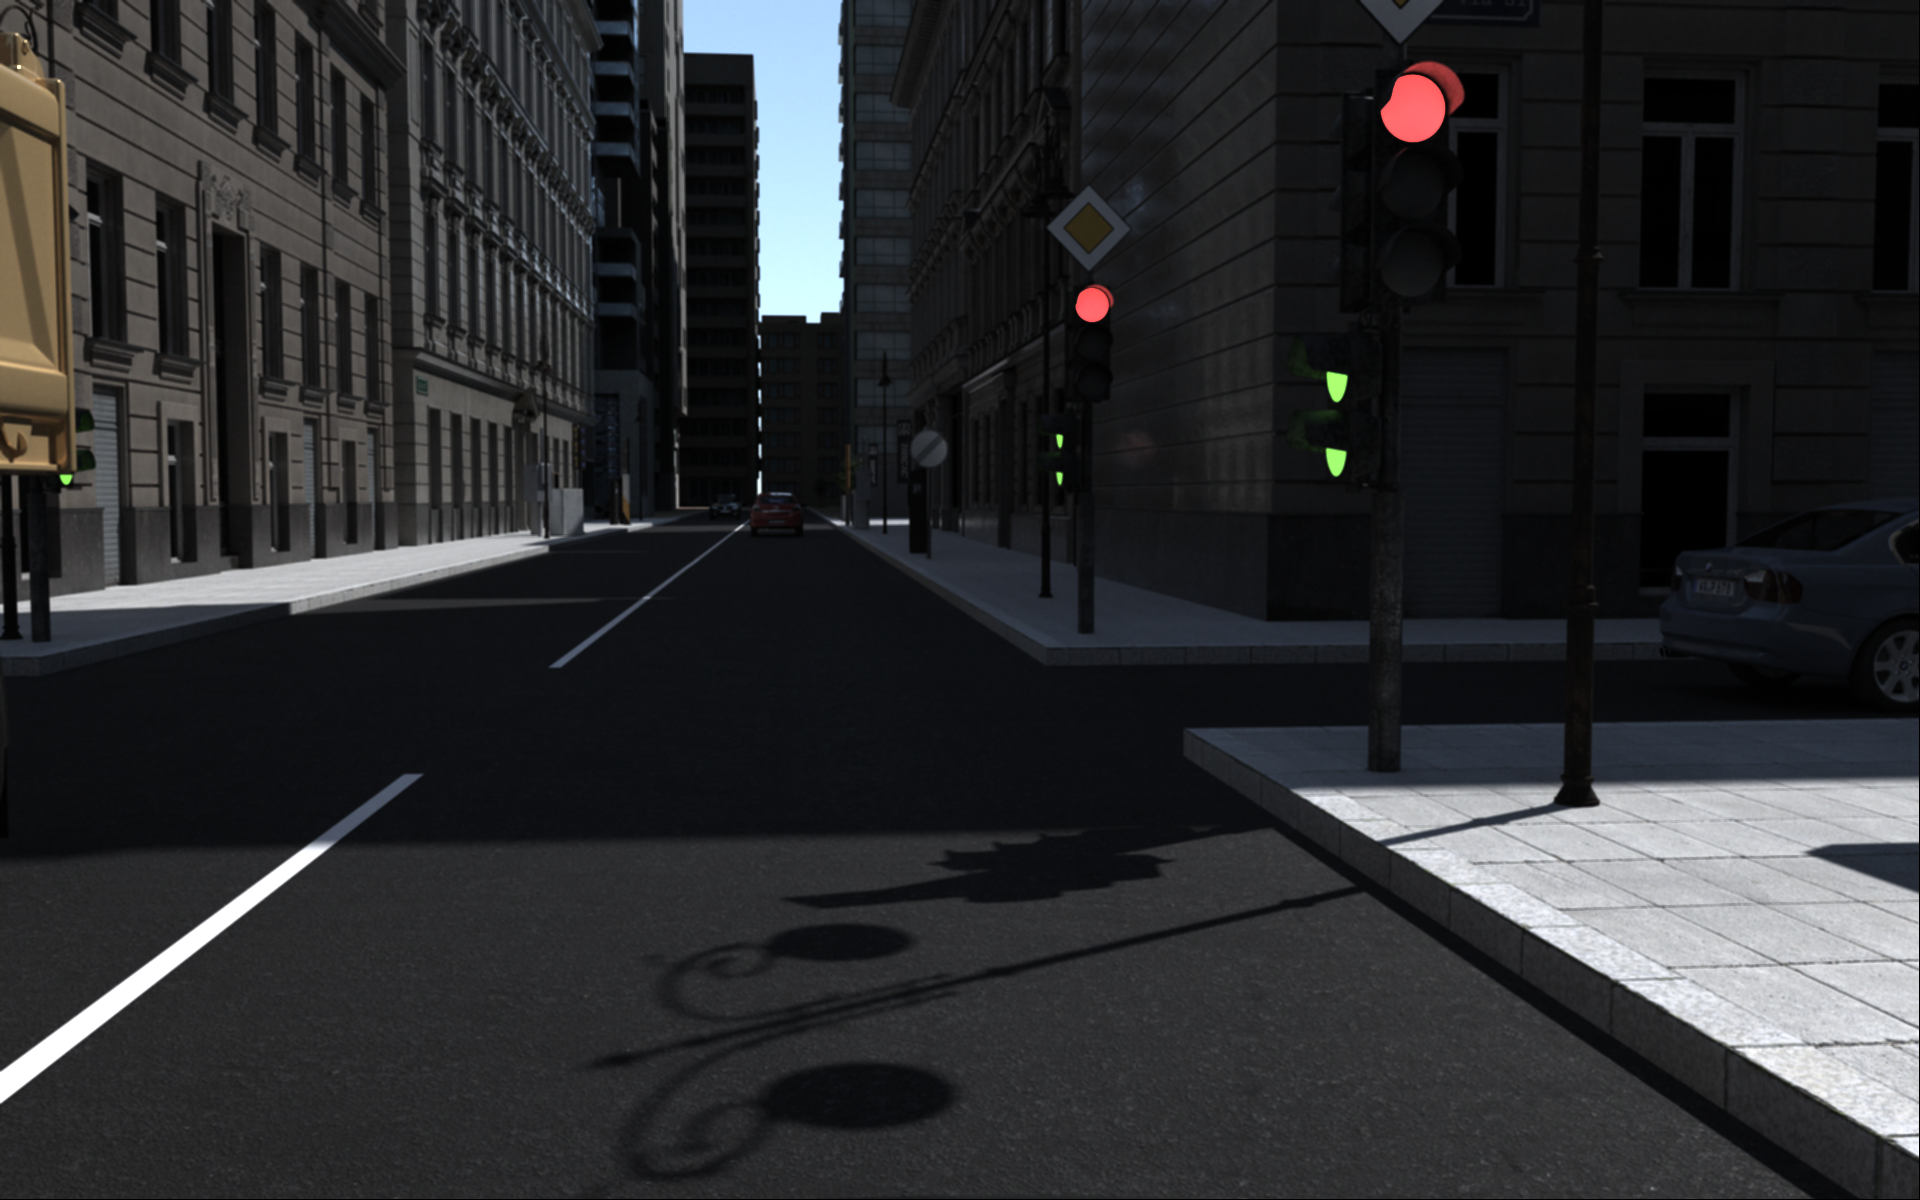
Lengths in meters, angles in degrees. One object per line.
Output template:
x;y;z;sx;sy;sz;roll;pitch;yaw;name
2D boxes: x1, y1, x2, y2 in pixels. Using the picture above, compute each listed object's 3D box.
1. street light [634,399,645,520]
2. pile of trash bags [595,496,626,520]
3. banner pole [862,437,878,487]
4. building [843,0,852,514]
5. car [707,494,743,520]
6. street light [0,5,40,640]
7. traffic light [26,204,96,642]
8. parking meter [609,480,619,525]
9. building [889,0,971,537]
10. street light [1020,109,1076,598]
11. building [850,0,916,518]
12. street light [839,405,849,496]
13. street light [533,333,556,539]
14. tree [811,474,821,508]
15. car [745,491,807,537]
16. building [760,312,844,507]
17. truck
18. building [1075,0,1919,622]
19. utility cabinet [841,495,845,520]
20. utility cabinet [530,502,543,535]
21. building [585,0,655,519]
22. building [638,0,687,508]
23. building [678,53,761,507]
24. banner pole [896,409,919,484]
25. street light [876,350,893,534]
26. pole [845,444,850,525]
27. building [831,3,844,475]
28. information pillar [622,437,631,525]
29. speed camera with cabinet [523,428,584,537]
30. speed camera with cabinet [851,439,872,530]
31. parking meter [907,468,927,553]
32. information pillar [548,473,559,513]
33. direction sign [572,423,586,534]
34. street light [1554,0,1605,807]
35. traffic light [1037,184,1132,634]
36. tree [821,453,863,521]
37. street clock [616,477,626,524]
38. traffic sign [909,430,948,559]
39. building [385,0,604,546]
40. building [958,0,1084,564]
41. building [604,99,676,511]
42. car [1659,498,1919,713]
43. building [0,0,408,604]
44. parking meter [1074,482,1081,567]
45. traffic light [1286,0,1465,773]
-15.568;-6.823;84.347;0.468;5.910;1.993;0;4;-6;street light
-18.382;-4.770;87.735;3.447;1.369;1.912;2;4;35;pile of trash bags
-3.971;-5.237;75.642;0.863;3.779;0.401;1;4;13;banner pole
2.350;-35.395;120.701;21.231;58.520;28.212;0;4;-6;building
-13.130;-5.331;96.946;2.009;1.686;4.222;0;4;-7;car
-8.391;-2.590;15.140;0.468;5.910;1.993;0;4;-6;street light
-7.969;-1.591;14.937;0.839;4.253;0.868;0;4;-6;traffic light
-14.549;-4.105;72.834;0.255;1.863;0.399;1;4;14;parking meter
2.465;-13.487;71.428;10.553;20.767;40.483;0;4;-6;building
1.066;-2.970;21.344;0.468;5.910;1.993;0;4;-6;street light
0.660;-25.458;99.840;14.154;41.232;14.086;0;4;-6;building
-6.049;-7.189;90.321;0.468;5.910;1.993;0;4;-6;street light
-11.892;-4.703;49.687;0.468;5.910;1.993;0;4;-6;street light
-13.329;-10.600;167.905;1.663;3.219;1.824;0;3;0;tree
-6.353;-3.114;59.950;2.155;1.783;4.494;0;4;-6;car
-7.098;-21.072;189.572;28.899;21.520;27.650;0;4;-6;building
-4.199;-0.364;1.882;3.469;3.379;9.791;0;4;-6;truck
14.569;-13.831;23.407;25.104;27.353;12.463;0;4;-6;building
-5.629;-4.498;84.707;0.306;1.237;1.020;-1;4;-10;utility cabinet
-13.308;-2.651;54.512;0.306;1.237;1.020;0;4;-8;utility cabinet
-29.387;-48.280;102.054;22.319;86.520;31.000;0;4;-6;building
-37.301;-34.166;147.846;27.495;52.752;28.713;0;4;-6;building
-32.113;-34.227;183.314;21.600;48.544;21.300;0;4;-6;building
-1.487;-3.725;50.916;0.863;3.779;0.401;1;4;22;banner pole
-2.425;-5.080;55.839;0.468;5.910;1.993;0;4;-6;street light
-4.597;-4.713;70.905;0.158;3.312;0.155;0;3;0;pole
0.796;-32.499;150.972;23.786;49.044;30.456;0;4;-6;building
-13.852;-4.923;71.851;0.183;3.616;0.504;-3;4;-39;information pillar
-12.357;-3.568;52.671;0.660;3.252;2.038;2;4;29;speed camera with cabinet
-3.616;-4.217;63.282;0.660;3.252;2.038;0;4;-8;speed camera with cabinet
-0.924;-1.948;37.560;0.399;1.863;0.255;1;4;8;parking meter
-14.075;-3.393;59.969;0.304;2.012;0.304;2;4;26;information pillar
-12.259;-3.901;55.781;0.379;3.537;0.876;1;4;13;direction sign
2.559;-2.093;7.005;0.468;5.910;1.993;0;4;-6;street light
1.144;-1.649;15.876;0.839;4.253;0.868;0;4;-6;traffic light
-5.810;-5.729;88.276;1.663;3.219;1.824;0;3;0;tree
-14.311;-4.209;73.385;0.471;2.002;0.358;-3;5;-41;street clock
-0.615;-2.090;34.275;0.768;2.556;0.104;0;4;-2;traffic sign
-23.371;-17.480;62.219;17.030;29.872;44.131;0;4;-6;building
5.732;-10.777;40.826;10.561;19.102;19.286;0;4;-6;building
-28.449;-21.699;126.487;14.160;30.474;14.107;0;4;-6;building
7.348;-0.017;12.282;4.499;1.417;2.014;0;4;-6;car
-17.641;-14.078;27.436;12.463;27.353;25.104;0;4;-6;building
2.155;-1.531;30.739;0.255;1.863;0.399;0;4;6;parking meter
1.952;-1.163;7.932;0.839;4.253;0.868;0;4;-6;traffic light
